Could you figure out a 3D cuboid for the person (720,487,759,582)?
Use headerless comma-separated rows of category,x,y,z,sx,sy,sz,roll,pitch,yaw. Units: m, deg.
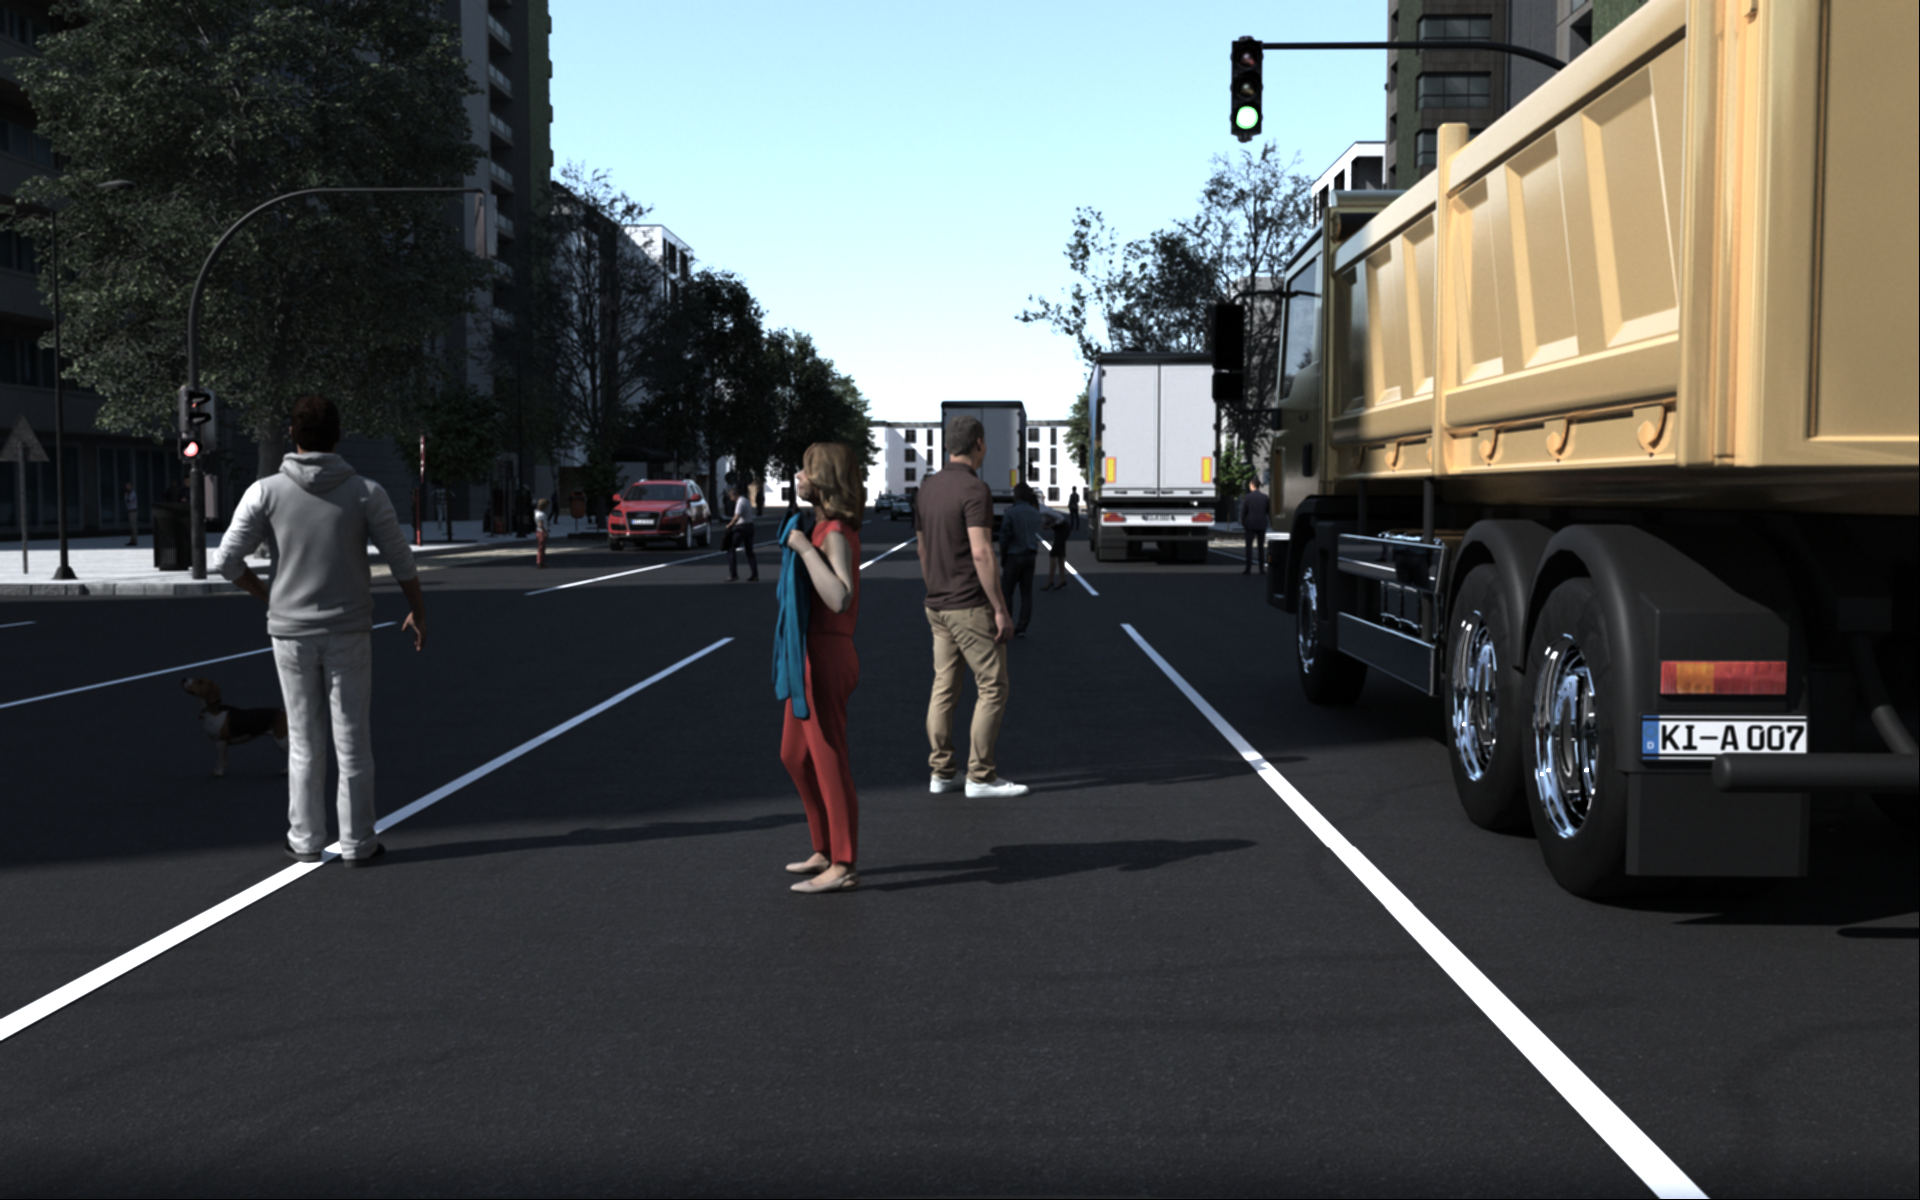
person,-3.612,-1.079,28.348,0.590,1.554,0.614,1,4,9

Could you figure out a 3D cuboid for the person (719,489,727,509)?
person,-20.225,-8.704,149.139,1.217,1.735,0.721,1,4,14

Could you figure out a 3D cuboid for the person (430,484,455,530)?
person,-18.326,-3.340,61.368,0.841,1.734,0.376,-1,4,-11

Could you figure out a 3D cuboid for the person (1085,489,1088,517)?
person,8.193,-6.097,108.630,0.683,1.767,0.568,-1,4,-17

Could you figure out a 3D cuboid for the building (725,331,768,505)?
building,-28.275,-21.268,204.156,11.380,20.091,16.016,0,4,1

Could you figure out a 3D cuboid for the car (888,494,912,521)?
car,-2.851,-5.097,95.127,2.131,1.459,4.920,0,3,0

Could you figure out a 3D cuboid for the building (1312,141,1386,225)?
building,37.146,-16.673,116.580,27.936,21.610,32.646,0,4,1

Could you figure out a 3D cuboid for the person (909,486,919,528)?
person,-1.894,-3.980,74.097,0.617,1.759,0.750,0,4,-5

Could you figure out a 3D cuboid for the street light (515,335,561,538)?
street light,-12.331,-4.777,50.642,1.470,5.913,1.316,0,4,1

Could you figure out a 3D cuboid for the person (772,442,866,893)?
person,-0.528,0.243,6.236,0.444,1.614,0.593,1,4,15

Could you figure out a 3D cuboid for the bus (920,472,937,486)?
bus,-1.531,-8.663,136.501,2.948,3.499,13.247,0,4,0

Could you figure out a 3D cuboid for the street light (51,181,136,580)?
street light,-12.917,-3.260,25.840,1.470,5.913,1.316,0,4,1

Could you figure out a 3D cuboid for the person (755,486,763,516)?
person,-11.576,-5.696,99.728,0.434,1.755,0.990,-1,4,-17

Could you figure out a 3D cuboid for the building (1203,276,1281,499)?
building,31.158,-17.282,149.019,16.747,18.905,31.486,0,4,1

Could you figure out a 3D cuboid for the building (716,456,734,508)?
building,-35.733,-13.493,162.761,28.070,9.664,9.099,0,4,1

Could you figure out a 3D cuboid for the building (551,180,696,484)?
building,-36.504,-17.471,129.623,27.936,21.610,32.646,0,4,1

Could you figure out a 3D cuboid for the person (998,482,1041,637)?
person,0.565,-0.409,17.397,0.499,1.552,0.429,0,4,-6

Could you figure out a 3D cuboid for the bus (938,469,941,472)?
bus,-1.067,-11.055,172.300,2.896,3.916,12.252,0,4,2

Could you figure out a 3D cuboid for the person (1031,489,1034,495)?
person,5.806,-8.081,140.255,0.705,1.869,1.348,1,4,17

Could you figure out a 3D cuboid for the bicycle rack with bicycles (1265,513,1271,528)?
bicycle rack with bicycles,12.369,-3.132,64.592,2.852,0.926,2.925,2,4,32

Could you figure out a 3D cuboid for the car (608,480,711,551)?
car,-7.837,-2.254,45.527,2.281,1.827,5.304,0,4,1

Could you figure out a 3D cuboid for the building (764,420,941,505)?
building,-8.441,-15.870,201.617,28.070,9.664,9.099,0,4,1

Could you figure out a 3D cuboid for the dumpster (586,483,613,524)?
dumpster,-15.608,-4.490,75.912,1.502,2.255,1.985,0,4,1

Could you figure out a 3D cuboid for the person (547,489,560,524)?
person,-17.338,-4.001,74.151,0.600,1.496,0.574,3,5,43

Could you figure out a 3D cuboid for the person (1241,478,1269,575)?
person,5.268,-1.311,30.848,0.541,1.710,0.530,0,4,5

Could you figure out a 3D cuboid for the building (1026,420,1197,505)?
building,19.601,-15.772,200.022,28.070,9.664,9.099,0,4,1

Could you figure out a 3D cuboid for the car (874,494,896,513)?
car,-5.617,-7.508,134.557,2.131,1.459,4.920,0,3,0

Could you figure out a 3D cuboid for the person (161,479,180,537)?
person,-23.830,-2.789,52.337,0.600,1.739,0.565,-1,4,-8

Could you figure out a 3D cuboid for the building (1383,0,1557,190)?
building,27.810,-19.130,84.478,14.160,30.474,14.107,0,4,1

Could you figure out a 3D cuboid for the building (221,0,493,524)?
building,-34.133,-32.367,71.203,21.231,58.520,28.212,0,4,1

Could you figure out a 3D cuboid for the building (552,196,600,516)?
building,-30.900,-15.361,107.572,16.016,20.091,11.380,0,4,1

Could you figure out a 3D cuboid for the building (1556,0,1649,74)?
building,27.538,-22.864,57.422,14.154,41.232,14.086,0,4,1

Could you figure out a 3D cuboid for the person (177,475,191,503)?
person,-18.674,-2.148,41.864,0.576,1.737,0.504,0,4,-5

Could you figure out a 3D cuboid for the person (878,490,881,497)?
person,-7.080,-9.047,156.955,0.750,1.759,0.617,1,4,15

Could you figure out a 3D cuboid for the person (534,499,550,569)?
person,-8.032,-1.281,33.358,0.340,1.345,0.435,-3,5,-39

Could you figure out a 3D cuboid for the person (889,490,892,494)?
person,-6.554,-9.335,161.216,0.705,1.814,1.350,-2,4,-35

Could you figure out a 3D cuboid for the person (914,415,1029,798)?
person,0.051,0.020,8.297,0.434,1.807,0.598,-2,4,-25

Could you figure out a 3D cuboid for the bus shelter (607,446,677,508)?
bus shelter,-13.752,-4.964,75.084,2.014,3.302,5.546,0,4,1

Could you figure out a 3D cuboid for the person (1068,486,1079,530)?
person,4.494,-3.693,69.405,0.617,1.759,0.750,-2,4,-25

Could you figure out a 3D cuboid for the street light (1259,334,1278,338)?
street light,9.380,-4.767,50.484,1.470,5.913,1.316,0,4,1

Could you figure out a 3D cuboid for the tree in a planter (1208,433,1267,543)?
tree in a planter,7.915,-3.286,50.951,1.991,3.239,1.994,0,4,1

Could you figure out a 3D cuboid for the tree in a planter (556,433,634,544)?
tree in a planter,-10.602,-3.264,50.595,1.991,3.239,1.994,0,4,1

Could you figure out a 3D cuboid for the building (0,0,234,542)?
building,-35.279,-25.862,46.540,21.300,48.544,21.600,0,4,1

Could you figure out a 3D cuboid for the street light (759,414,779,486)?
street light,-11.166,-7.854,100.955,1.470,5.913,1.316,0,4,1

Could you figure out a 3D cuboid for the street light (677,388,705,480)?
street light,-11.853,-6.332,76.069,1.470,5.913,1.316,0,4,1

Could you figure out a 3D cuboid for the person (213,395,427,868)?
person,-2.437,0.117,6.735,0.875,1.805,0.789,-1,4,-17

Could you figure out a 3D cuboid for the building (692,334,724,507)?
building,-29.762,-18.061,151.710,16.016,20.091,11.380,0,4,1

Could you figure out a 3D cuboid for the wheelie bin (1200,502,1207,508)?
wheelie bin,13.679,-5.426,96.626,0.980,1.594,0.693,1,4,12

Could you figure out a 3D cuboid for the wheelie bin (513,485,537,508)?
wheelie bin,-15.207,-3.220,60.553,0.693,1.594,0.980,0,4,1

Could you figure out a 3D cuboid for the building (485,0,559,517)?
building,-30.624,-25.060,93.327,14.154,41.232,14.086,0,4,1

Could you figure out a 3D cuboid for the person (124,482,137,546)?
person,-20.617,-2.136,43.033,0.319,1.574,0.516,-2,4,-24

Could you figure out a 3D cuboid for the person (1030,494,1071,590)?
person,1.272,-0.864,25.821,0.628,1.438,0.799,2,4,33

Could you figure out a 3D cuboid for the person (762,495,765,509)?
person,-16.487,-8.259,144.304,0.421,1.427,0.697,1,4,16
